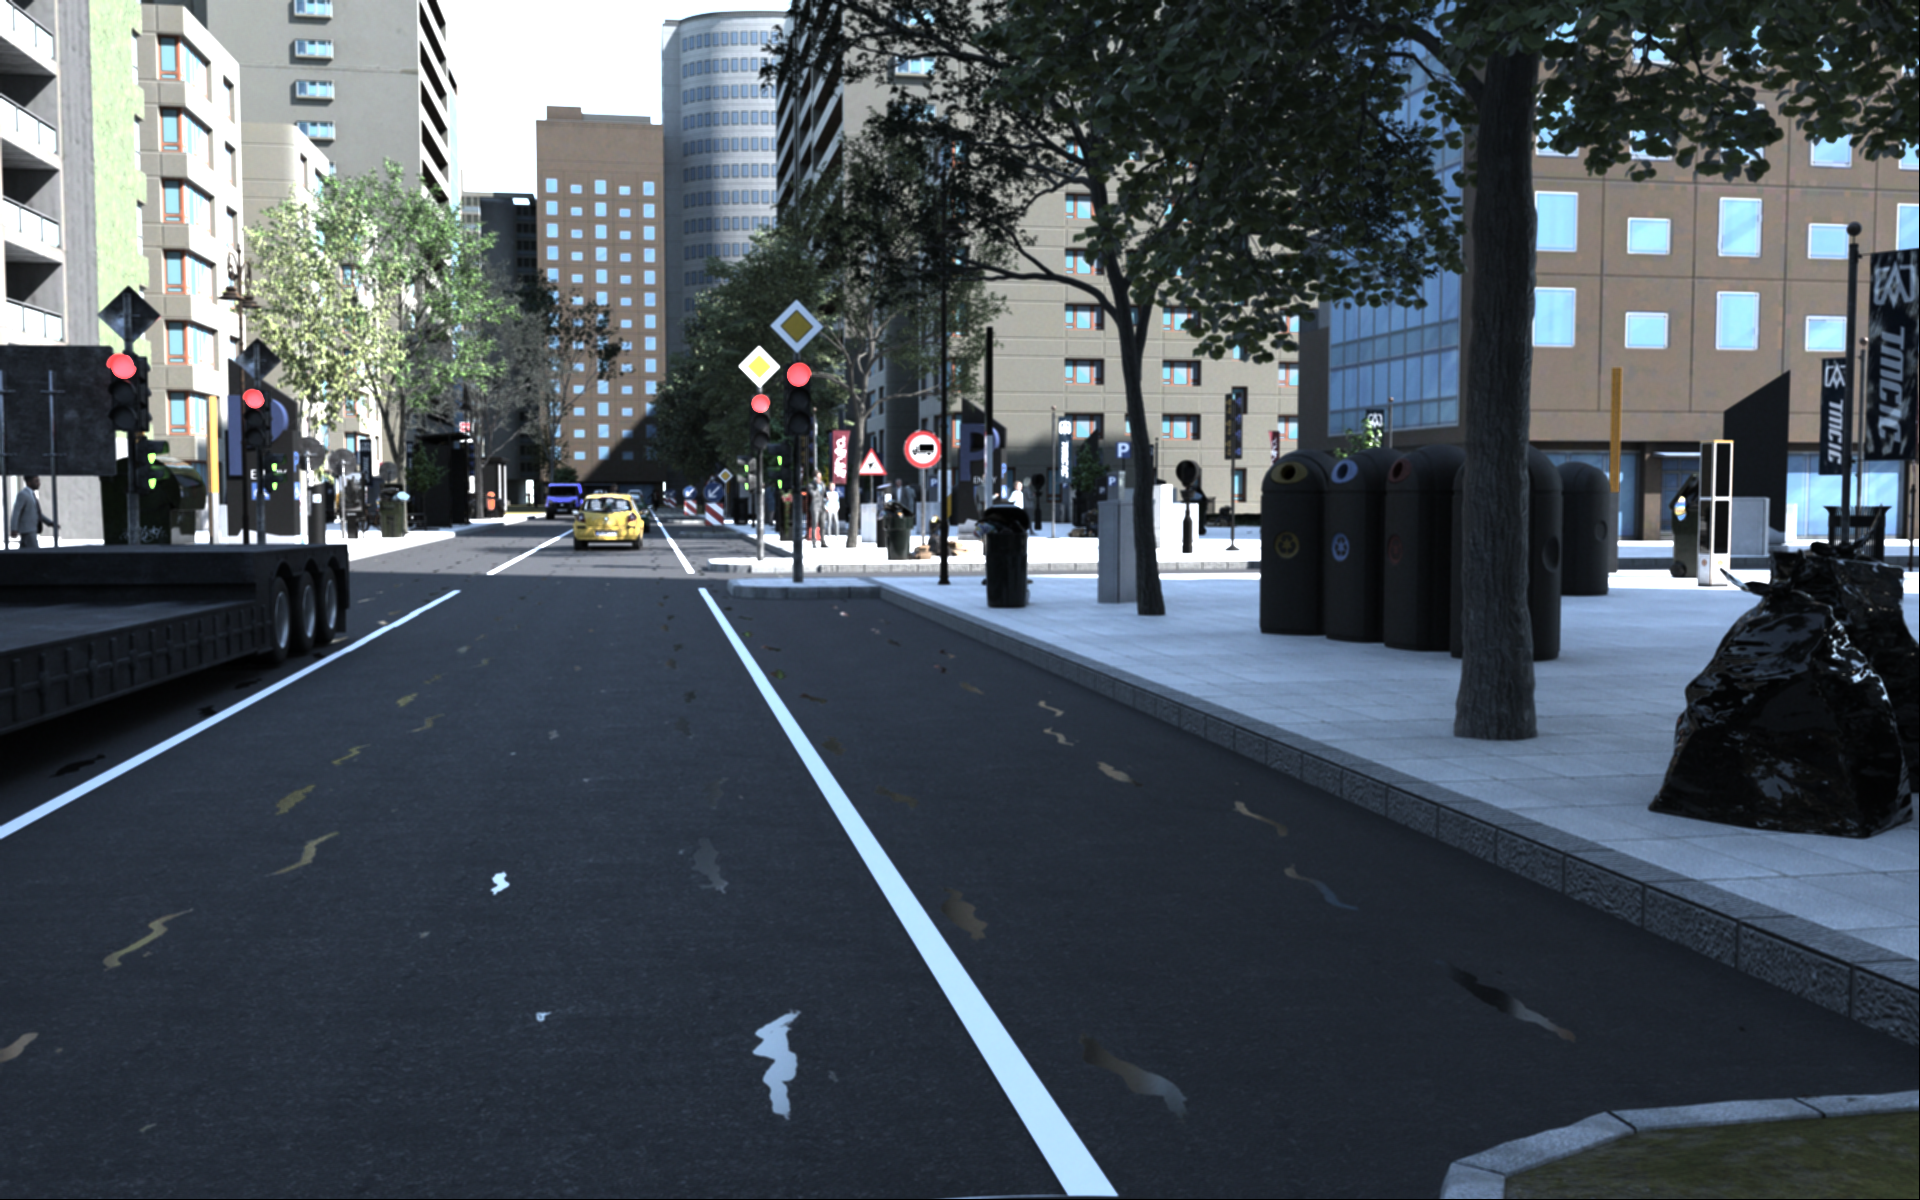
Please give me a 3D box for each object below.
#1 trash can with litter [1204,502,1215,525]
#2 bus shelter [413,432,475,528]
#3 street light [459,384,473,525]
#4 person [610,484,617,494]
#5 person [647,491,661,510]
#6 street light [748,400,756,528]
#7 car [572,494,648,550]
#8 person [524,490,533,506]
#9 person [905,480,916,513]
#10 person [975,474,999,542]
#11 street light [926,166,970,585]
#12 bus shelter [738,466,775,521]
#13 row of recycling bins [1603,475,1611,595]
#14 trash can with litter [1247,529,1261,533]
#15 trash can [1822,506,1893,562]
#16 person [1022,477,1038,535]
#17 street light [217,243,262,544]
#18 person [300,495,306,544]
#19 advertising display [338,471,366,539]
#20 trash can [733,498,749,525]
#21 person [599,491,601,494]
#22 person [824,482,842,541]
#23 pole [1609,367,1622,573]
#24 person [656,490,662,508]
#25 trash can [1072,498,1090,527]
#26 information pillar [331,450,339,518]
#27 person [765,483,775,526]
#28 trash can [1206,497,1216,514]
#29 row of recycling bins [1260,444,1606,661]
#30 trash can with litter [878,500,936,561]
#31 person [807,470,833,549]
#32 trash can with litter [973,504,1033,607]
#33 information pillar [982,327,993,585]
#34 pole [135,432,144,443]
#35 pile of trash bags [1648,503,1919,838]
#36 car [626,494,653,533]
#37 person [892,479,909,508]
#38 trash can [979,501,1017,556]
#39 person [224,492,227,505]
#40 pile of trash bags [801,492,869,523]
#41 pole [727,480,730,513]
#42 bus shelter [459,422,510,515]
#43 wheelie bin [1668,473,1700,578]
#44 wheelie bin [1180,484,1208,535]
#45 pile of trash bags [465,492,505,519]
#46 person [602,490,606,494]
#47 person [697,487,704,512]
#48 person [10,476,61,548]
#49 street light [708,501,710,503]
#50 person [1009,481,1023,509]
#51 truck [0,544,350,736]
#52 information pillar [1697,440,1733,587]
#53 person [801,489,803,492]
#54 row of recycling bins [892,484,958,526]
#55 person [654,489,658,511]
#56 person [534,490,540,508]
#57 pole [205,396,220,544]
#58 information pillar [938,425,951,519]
[{"bbox_3d":[10.174,-3.704,71.949,1.055,1.170,0.624,-2,4,-25],"label":"trash can with litter"},{"bbox_3d":[-20.268,-4.709,68.275,1.731,3.624,6.357,-1,4,-10],"label":"bus shelter"},{"bbox_3d":[-20.736,-6.117,72.807,0.468,5.910,1.993,-1,4,-10],"label":"street light"},{"bbox_3d":[-11.826,-3.133,59.998,0.573,1.790,0.520,0,4,-7],"label":"person"},{"bbox_3d":[-26.746,-8.683,151.282,1.217,1.723,0.721,0,4,2],"label":"person"},{"bbox_3d":[-7.913,-5.712,66.185,0.468,5.910,1.993,-1,4,-10],"label":"street light"},{"bbox_3d":[-9.278,-2.178,45.837,2.015,1.641,3.980,-1,4,-9],"label":"car"},{"bbox_3d":[-45.505,-10.675,182.972,1.348,1.831,0.705,-3,5,-42],"label":"person"},{"bbox_3d":[-1.866,-3.456,62.726,0.511,1.800,0.466,0,4,1],"label":"person"},{"bbox_3d":[0.715,-2.435,46.023,0.590,1.801,0.661,-3,5,-41],"label":"person"},{"bbox_3d":[-0.226,-3.159,24.441,0.468,5.910,1.993,-1,4,-10],"label":"street light"},{"bbox_3d":[-10.123,-5.638,86.109,2.014,3.302,5.546,-1,4,-10],"label":"bus shelter"},{"bbox_3d":[6.515,-0.911,22.014,3.534,1.692,1.069,0,4,-5],"label":"row of recycling bins"},{"bbox_3d":[10.481,-2.783,56.558,2.233,1.210,1.678,3,5,40],"label":"trash can with litter"},{"bbox_3d":[10.754,-0.559,20.792,0.748,1.137,0.748,0,3,0],"label":"trash can"},{"bbox_3d":[2.163,-2.921,53.981,0.526,1.800,0.537,0,3,0],"label":"person"},{"bbox_3d":[-13.311,-3.631,32.148,0.468,5.910,1.993,-1,4,-10],"label":"street light"},{"bbox_3d":[-14.599,-1.904,38.005,0.643,1.720,0.563,-3,5,-40],"label":"person"},{"bbox_3d":[-17.241,-2.686,49.123,0.974,1.923,0.123,2,4,29],"label":"advertising display"},{"bbox_3d":[-9.100,-3.686,71.912,0.748,1.137,0.748,0,3,0],"label":"trash can"},{"bbox_3d":[-35.143,-9.780,169.118,1.217,1.735,0.721,0,4,3],"label":"person"},{"bbox_3d":[-3.531,-2.427,47.538,0.589,1.601,0.330,-2,4,-28],"label":"person"},{"bbox_3d":[10.587,-2.089,28.006,0.158,3.312,0.155,0,3,0],"label":"pole"},{"bbox_3d":[-28.315,-9.419,162.442,0.705,1.831,1.348,-2,4,-34],"label":"person"},{"bbox_3d":[4.677,-3.392,67.119,0.748,1.137,0.748,0,3,0],"label":"trash can"},{"bbox_3d":[-33.183,-6.151,91.921,0.504,3.616,0.183,3,4,37],"label":"information pillar"},{"bbox_3d":[-7.573,-3.873,69.386,0.581,1.822,0.654,2,4,27],"label":"person"},{"bbox_3d":[11.440,-4.170,79.834,0.748,1.137,0.748,0,3,0],"label":"trash can"},{"bbox_3d":[3.782,-0.474,14.862,1.069,1.692,3.534,-2,4,-24],"label":"row of recycling bins"},{"bbox_3d":[-1.028,-1.360,33.618,1.055,1.170,0.624,-3,4,-37],"label":"trash can with litter"},{"bbox_3d":[-3.269,-2.132,40.705,0.447,1.846,0.655,3,5,40],"label":"person"},{"bbox_3d":[0.514,-0.521,19.907,0.624,1.170,1.055,0,4,8],"label":"trash can with litter"},{"bbox_3d":[0.405,-2.030,24.540,0.183,3.616,0.504,0,4,-3],"label":"information pillar"},{"bbox_3d":[-16.118,-2.458,34.025,0.158,3.312,0.155,0,3,0],"label":"pole"},{"bbox_3d":[4.523,0.136,7.535,3.447,1.369,1.912,-3,5,-45],"label":"pile of trash bags"},{"bbox_3d":[-12.733,-3.302,65.778,2.131,1.459,4.920,-1,4,-12],"label":"car"},{"bbox_3d":[-1.948,-3.033,56.027,0.661,1.777,0.834,-1,4,-9],"label":"person"},{"bbox_3d":[0.746,-1.382,34.254,0.748,1.137,0.748,0,3,0],"label":"trash can"},{"bbox_3d":[-26.678,-3.501,63.463,0.419,1.800,0.721,1,4,13],"label":"person"},{"bbox_3d":[-5.603,-4.186,78.188,3.447,1.369,1.912,0,4,1],"label":"pile of trash bags"},{"bbox_3d":[-14.419,-6.974,107.874,0.158,3.312,0.155,0,3,0],"label":"pole"},{"bbox_3d":[-27.237,-7.440,99.270,2.179,5.291,8.768,-1,4,-10],"label":"bus shelter"},{"bbox_3d":[11.322,-1.139,26.536,0.693,1.594,0.980,3,5,44],"label":"wheelie bin"},{"bbox_3d":[7.355,-2.851,54.520,0.693,1.594,0.980,-1,4,-23],"label":"wheelie bin"},{"bbox_3d":[-24.931,-4.983,91.220,1.912,1.369,3.447,-2,4,-25],"label":"pile of trash bags"},{"bbox_3d":[-30.045,-8.405,146.059,0.705,1.807,1.348,-3,5,-40],"label":"person"},{"bbox_3d":[-18.381,-7.233,124.316,1.348,1.823,0.705,3,5,44],"label":"person"},{"bbox_3d":[-14.664,-1.131,27.266,0.850,1.792,0.678,-1,4,-10],"label":"person"},{"bbox_3d":[-15.434,-8.185,106.605,0.468,5.910,1.993,-1,4,-10],"label":"street light"},{"bbox_3d":[1.443,-2.185,43.575,0.330,1.601,0.589,3,5,41],"label":"person"},{"bbox_3d":[-5.732,-1.097,7.703,2.967,4.110,18.799,-1,4,-9],"label":"truck"},{"bbox_3d":[10.418,-1.188,23.908,0.304,2.012,0.304,-1,4,-13],"label":"information pillar"},{"bbox_3d":[-10.885,-6.938,119.416,0.705,1.831,1.348,-1,4,-12],"label":"person"},{"bbox_3d":[-1.362,-3.897,70.821,3.534,1.692,1.069,1,4,10],"label":"row of recycling bins"},{"bbox_3d":[-25.235,-8.275,143.798,0.705,1.823,1.348,0,4,-3],"label":"person"},{"bbox_3d":[-39.800,-9.580,163.129,0.568,1.767,0.683,-1,4,-12],"label":"person"},{"bbox_3d":[-15.641,-2.594,36.256,0.158,3.312,0.155,0,3,0],"label":"pole"},{"bbox_3d":[-0.538,-4.145,59.128,0.504,3.616,0.183,-1,4,-23],"label":"information pillar"}]
